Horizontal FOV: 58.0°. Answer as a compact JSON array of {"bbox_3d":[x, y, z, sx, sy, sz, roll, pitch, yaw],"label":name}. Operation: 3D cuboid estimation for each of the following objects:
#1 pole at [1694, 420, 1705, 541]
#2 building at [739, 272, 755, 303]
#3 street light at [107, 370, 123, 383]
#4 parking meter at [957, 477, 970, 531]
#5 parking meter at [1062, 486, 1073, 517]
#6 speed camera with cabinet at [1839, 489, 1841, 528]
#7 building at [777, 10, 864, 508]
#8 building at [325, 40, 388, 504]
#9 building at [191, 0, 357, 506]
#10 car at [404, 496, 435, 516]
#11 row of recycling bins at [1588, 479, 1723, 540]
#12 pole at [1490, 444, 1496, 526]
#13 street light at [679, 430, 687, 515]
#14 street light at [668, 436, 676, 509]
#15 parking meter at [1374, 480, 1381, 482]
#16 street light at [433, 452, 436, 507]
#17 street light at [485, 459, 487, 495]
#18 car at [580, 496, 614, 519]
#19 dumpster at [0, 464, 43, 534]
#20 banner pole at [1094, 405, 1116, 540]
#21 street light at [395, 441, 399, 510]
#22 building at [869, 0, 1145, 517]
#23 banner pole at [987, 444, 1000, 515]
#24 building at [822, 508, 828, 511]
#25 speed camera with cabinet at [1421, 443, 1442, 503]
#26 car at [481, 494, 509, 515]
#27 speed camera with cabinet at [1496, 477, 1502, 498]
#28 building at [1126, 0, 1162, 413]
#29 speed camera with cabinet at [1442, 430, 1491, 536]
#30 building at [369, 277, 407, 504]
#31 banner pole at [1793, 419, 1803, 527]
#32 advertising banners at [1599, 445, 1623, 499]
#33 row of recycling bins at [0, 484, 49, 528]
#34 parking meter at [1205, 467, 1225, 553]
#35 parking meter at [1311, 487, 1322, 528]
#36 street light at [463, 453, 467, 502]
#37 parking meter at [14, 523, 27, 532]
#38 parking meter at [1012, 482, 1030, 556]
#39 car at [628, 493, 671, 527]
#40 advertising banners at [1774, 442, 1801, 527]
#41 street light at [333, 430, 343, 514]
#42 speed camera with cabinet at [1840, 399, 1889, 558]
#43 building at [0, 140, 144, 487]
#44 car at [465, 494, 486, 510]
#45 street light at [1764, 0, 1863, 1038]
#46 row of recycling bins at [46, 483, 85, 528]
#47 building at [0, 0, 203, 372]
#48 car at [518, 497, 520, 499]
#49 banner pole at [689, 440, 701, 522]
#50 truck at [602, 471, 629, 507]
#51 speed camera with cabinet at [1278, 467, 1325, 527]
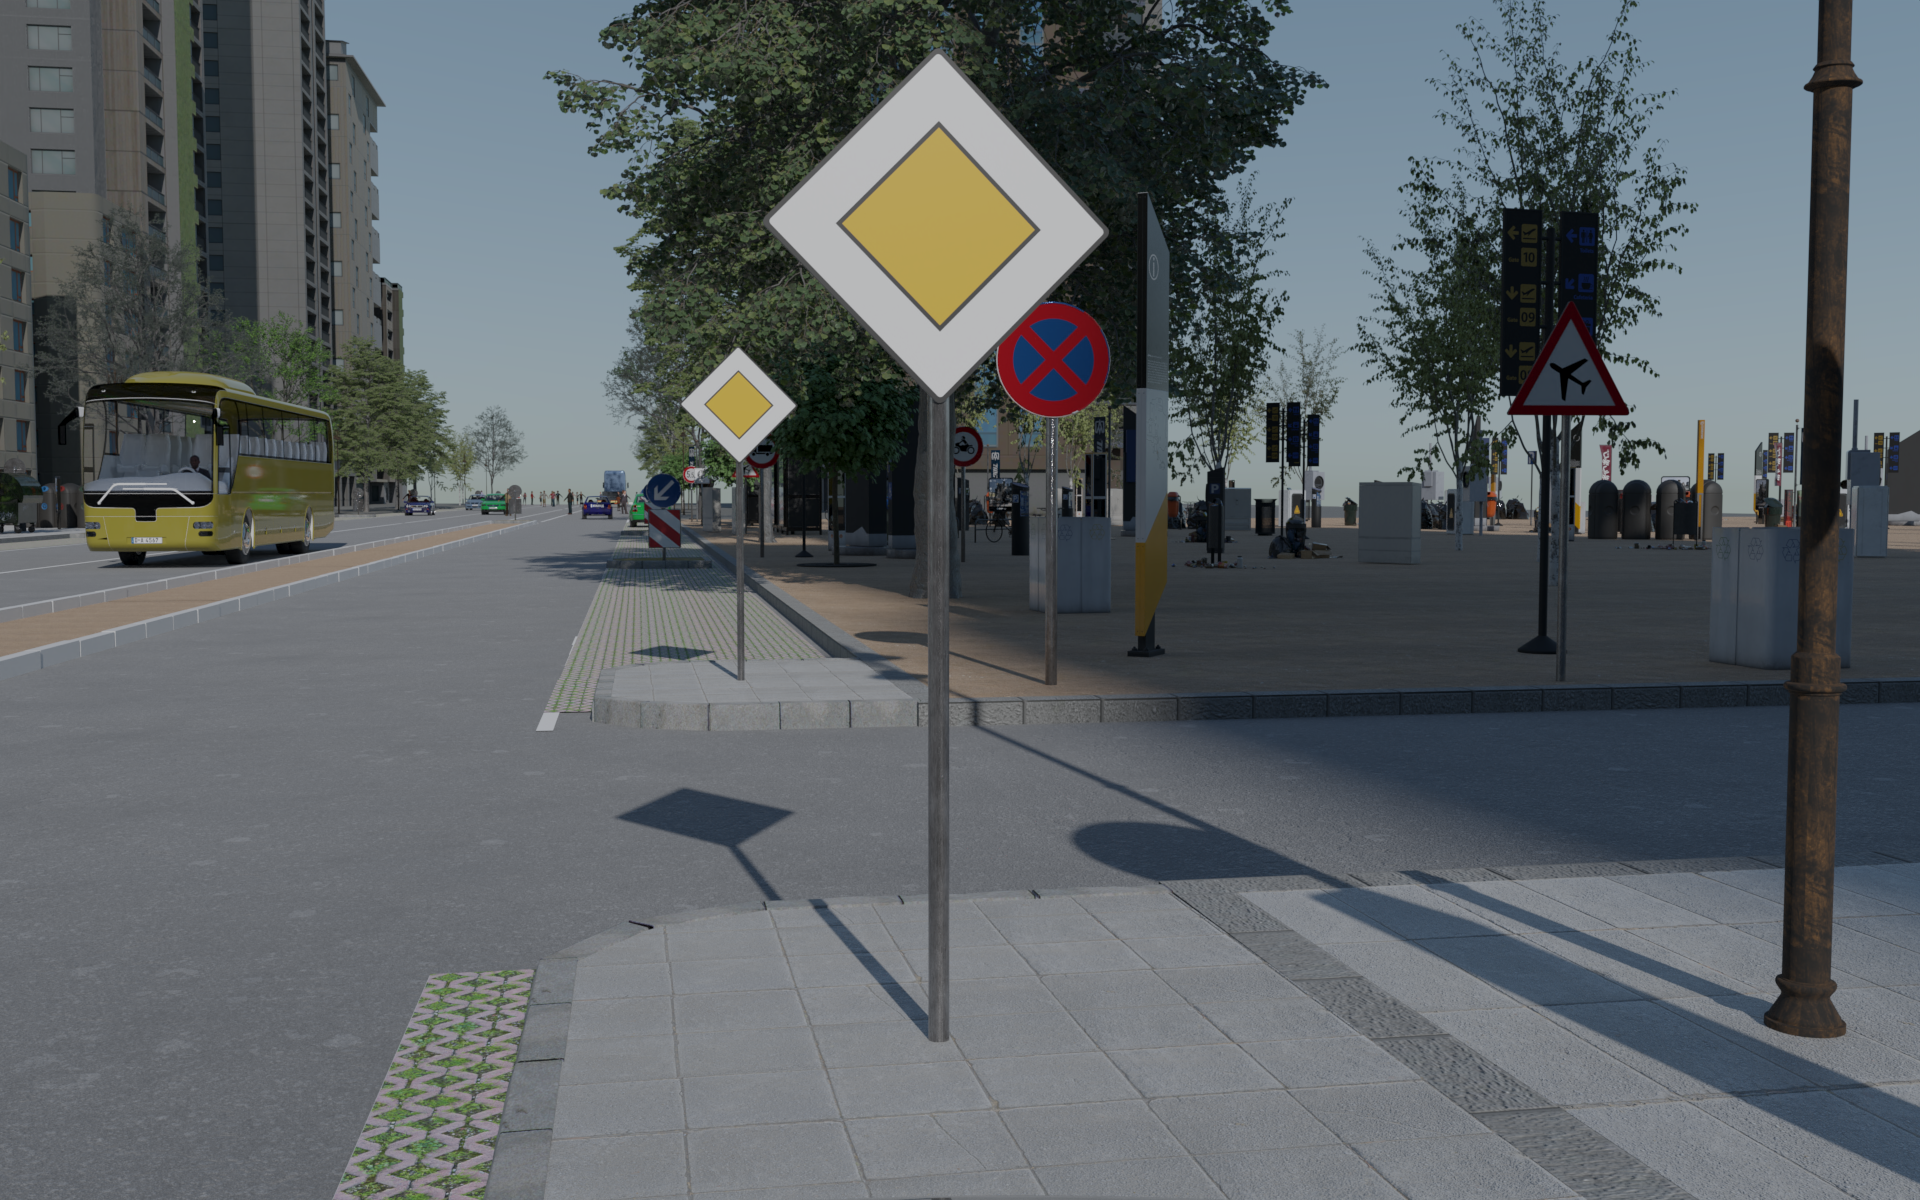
[{"bbox_3d":[20.335,-3.288,47.608,0.158,3.312,0.155,0,3,0],"label":"pole"},{"bbox_3d":[-18.528,-35.305,231.858,22.147,44.769,28.867,-1,4,-10],"label":"building"},{"bbox_3d":[-31.333,-5.603,64.399,0.468,5.910,1.993,-1,4,-10],"label":"street light"},{"bbox_3d":[0.120,-3.356,60.575,0.399,1.863,0.255,2,4,35],"label":"parking meter"},{"bbox_3d":[3.512,-2.950,56.652,0.372,1.533,0.369,0,3,0],"label":"parking meter"},{"bbox_3d":[30.009,-3.919,58.407,2.038,3.252,0.660,0,4,-8],"label":"speed camera with cabinet"},{"bbox_3d":[-14.728,-46.940,205.720,20.563,71.187,20.611,-1,4,-10],"label":"building"},{"bbox_3d":[-83.859,-37.618,204.285,28.713,52.752,27.495,-1,4,-10],"label":"building"},{"bbox_3d":[-75.121,-45.414,180.763,20.563,71.187,20.611,-1,4,-10],"label":"building"},{"bbox_3d":[-36.105,-6.311,115.764,1.945,1.354,3.894,-1,4,-12],"label":"car"},{"bbox_3d":[19.645,-2.561,48.986,3.534,1.692,1.069,1,4,18],"label":"row of recycling bins"},{"bbox_3d":[21.629,-4.673,70.250,0.158,3.312,0.155,0,3,0],"label":"pole"},{"bbox_3d":[-16.892,-8.137,105.827,0.468,5.910,1.993,-1,4,-10],"label":"street light"},{"bbox_3d":[-22.025,-9.825,133.419,0.468,5.910,1.993,-1,4,-10],"label":"street light"},{"bbox_3d":[17.411,-4.051,71.951,0.399,1.863,0.255,-1,4,-10],"label":"parking meter"},{"bbox_3d":[-50.207,-11.785,165.471,0.468,5.910,1.993,-1,4,-10],"label":"street light"},{"bbox_3d":[-60.354,-15.165,220.737,0.468,5.910,1.993,-1,4,-10],"label":"street light"},{"bbox_3d":[-20.800,-5.305,99.312,1.945,1.354,3.894,-1,4,-12],"label":"car"},{"bbox_3d":[-31.090,-3.310,56.605,1.502,2.255,1.985,-1,4,-10],"label":"dumpster"},{"bbox_3d":[4.071,-3.614,49.102,0.401,3.779,0.863,-3,5,-40],"label":"banner pole"},{"bbox_3d":[-45.407,-10.218,139.859,0.468,5.910,1.993,-1,4,-10],"label":"street light"},{"bbox_3d":[2.277,-27.794,104.540,14.600,45.320,14.200,-1,4,-10],"label":"building"},{"bbox_3d":[1.614,-5.898,86.457,0.863,3.779,0.401,1,4,12],"label":"banner pole"},{"bbox_3d":[-1.940,-43.070,142.440,20.563,71.187,20.611,-1,4,-10],"label":"building"},{"bbox_3d":[18.813,-4.431,66.777,0.660,3.252,2.038,-3,5,-39],"label":"speed camera with cabinet"},{"bbox_3d":[-32.324,-6.844,120.699,1.959,1.807,4.718,-1,4,-10],"label":"car"},{"bbox_3d":[28.252,-5.967,91.894,0.660,3.252,2.038,2,4,30],"label":"speed camera with cabinet"},{"bbox_3d":[1.396,-41.815,121.929,20.563,71.187,20.611,-1,4,-10],"label":"building"},{"bbox_3d":[15.836,-3.658,54.149,0.660,3.252,2.038,0,4,-3],"label":"speed camera with cabinet"},{"bbox_3d":[-80.812,-27.825,226.645,14.160,30.474,14.107,-1,4,-10],"label":"building"},{"bbox_3d":[27.922,-4.124,57.449,0.401,3.779,0.863,-2,4,-27],"label":"banner pole"},{"bbox_3d":[23.561,-3.995,61.500,2.074,3.025,0.090,-1,4,-15],"label":"advertising banners"},{"bbox_3d":[-39.101,-3.923,71.254,3.534,1.692,1.069,2,4,33],"label":"row of recycling bins"},{"bbox_3d":[5.536,-1.949,37.582,0.399,1.863,0.255,1,4,20],"label":"parking meter"},{"bbox_3d":[13.631,-3.536,66.227,0.372,1.533,0.369,0,3,0],"label":"parking meter"},{"bbox_3d":[-55.191,-13.474,193.090,0.468,5.910,1.993,-1,4,-10],"label":"street light"},{"bbox_3d":[-32.058,-3.097,59.040,0.372,1.533,0.369,0,3,0],"label":"parking meter"},{"bbox_3d":[1.264,-1.699,36.183,0.372,1.533,0.369,0,3,0],"label":"parking meter"},{"bbox_3d":[-13.434,-4.066,75.277,1.959,1.807,4.718,-1,4,-10],"label":"car"},{"bbox_3d":[28.262,-3.842,59.011,2.074,3.025,0.090,-2,4,-34],"label":"advertising banners"},{"bbox_3d":[-40.288,-8.525,112.177,0.468,5.910,1.993,-1,4,-10],"label":"street light"},{"bbox_3d":[18.636,-2.521,35.551,0.660,3.252,2.038,1,4,21],"label":"speed camera with cabinet"},{"bbox_3d":[-62.157,-15.098,91.900,27.650,21.520,28.899,-1,4,-10],"label":"building"},{"bbox_3d":[-42.763,-8.659,153.577,2.014,1.417,4.499,-1,4,-9],"label":"car"},{"bbox_3d":[2.033,-1.908,3.989,0.468,5.910,1.993,-1,4,-10],"label":"street light"},{"bbox_3d":[-34.302,-3.783,68.967,1.069,1.692,3.534,2,4,25],"label":"row of recycling bins"},{"bbox_3d":[-59.157,-26.308,113.727,14.154,41.232,14.086,-1,4,-10],"label":"building"},{"bbox_3d":[-50.137,-11.266,193.233,2.155,1.783,4.494,-1,4,-11],"label":"car"},{"bbox_3d":[-12.263,-5.493,79.828,0.401,3.779,0.863,-3,5,-43],"label":"banner pole"},{"bbox_3d":[-38.517,-12.365,191.918,2.967,4.110,18.799,-1,4,-9],"label":"truck"},{"bbox_3d":[13.322,-4.474,67.479,2.038,3.252,0.660,-3,4,-37],"label":"speed camera with cabinet"}]
